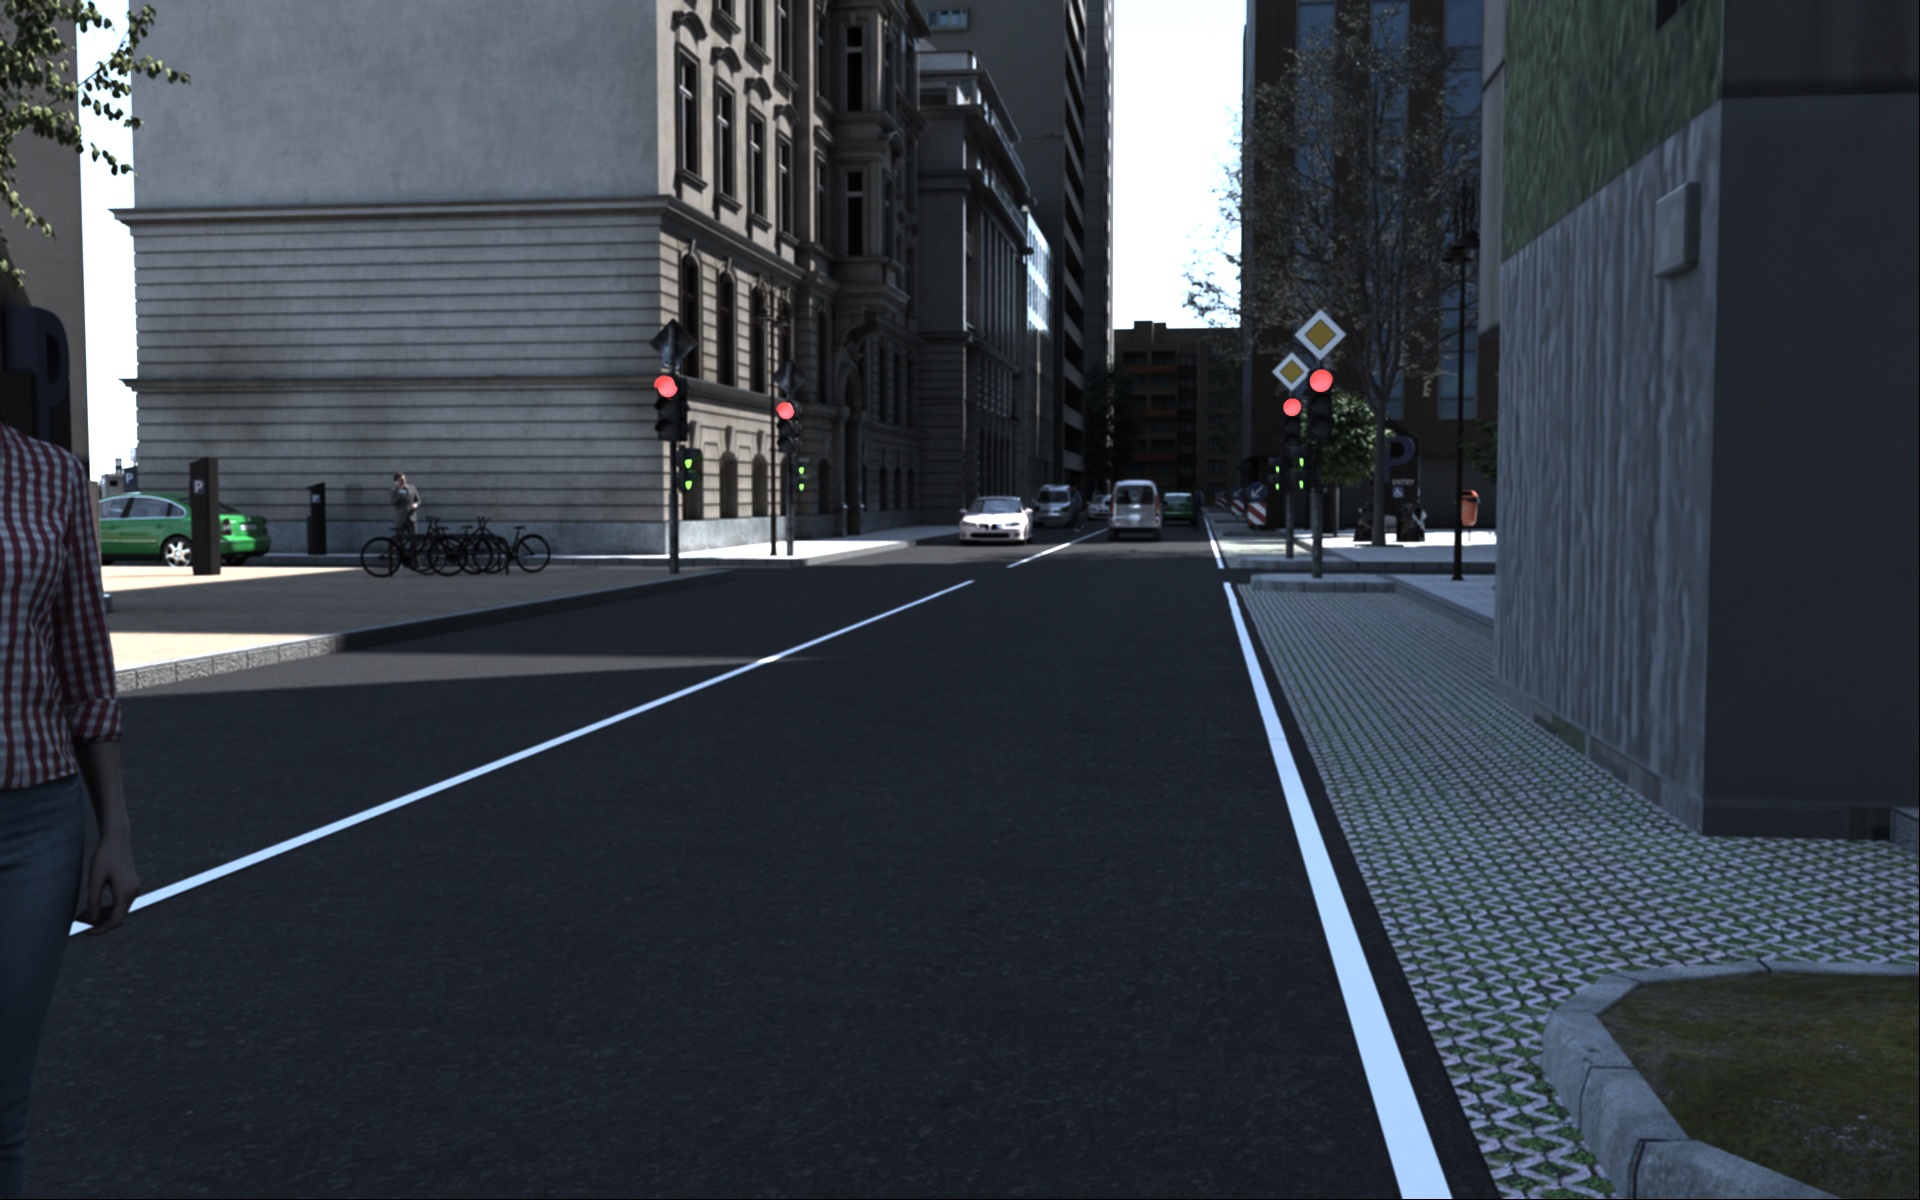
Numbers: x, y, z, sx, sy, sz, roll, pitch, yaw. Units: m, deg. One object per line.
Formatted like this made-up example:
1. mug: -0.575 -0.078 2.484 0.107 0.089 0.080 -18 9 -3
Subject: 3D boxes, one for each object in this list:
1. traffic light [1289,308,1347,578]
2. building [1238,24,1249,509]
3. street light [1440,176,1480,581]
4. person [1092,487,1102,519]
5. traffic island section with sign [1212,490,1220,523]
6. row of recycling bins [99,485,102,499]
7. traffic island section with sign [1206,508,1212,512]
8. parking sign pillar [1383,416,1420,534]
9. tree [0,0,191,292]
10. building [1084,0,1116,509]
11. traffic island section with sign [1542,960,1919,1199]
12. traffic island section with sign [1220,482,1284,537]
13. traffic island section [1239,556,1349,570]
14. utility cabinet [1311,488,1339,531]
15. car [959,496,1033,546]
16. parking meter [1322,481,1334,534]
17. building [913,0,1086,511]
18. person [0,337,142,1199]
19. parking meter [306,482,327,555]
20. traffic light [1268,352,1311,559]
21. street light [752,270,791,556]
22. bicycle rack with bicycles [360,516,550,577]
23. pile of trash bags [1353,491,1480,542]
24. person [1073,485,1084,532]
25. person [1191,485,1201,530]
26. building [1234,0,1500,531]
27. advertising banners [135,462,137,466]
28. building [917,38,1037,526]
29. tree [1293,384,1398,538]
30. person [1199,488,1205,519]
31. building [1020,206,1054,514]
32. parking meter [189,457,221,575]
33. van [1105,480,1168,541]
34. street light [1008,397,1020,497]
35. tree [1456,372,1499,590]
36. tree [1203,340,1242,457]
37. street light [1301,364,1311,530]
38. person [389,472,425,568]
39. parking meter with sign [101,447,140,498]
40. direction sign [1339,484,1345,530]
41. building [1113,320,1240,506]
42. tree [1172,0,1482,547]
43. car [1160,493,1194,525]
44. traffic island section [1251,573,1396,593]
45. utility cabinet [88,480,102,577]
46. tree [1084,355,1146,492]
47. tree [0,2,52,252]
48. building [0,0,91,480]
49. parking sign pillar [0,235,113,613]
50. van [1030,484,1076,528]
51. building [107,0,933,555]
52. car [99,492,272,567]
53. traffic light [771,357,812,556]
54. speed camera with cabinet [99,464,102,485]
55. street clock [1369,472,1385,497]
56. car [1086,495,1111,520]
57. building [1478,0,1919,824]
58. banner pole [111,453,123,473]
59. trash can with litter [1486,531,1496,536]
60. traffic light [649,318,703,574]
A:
1. traffic light: 5.444 -2.291 26.375 0.839 4.253 0.868 0 4 8
2. building: 31.970 -28.766 153.912 14.154 41.232 14.086 0 4 8
3. street light: 7.398 -3.229 25.579 0.468 5.910 1.993 0 4 8
4. person: 7.995 -5.615 100.399 0.679 1.850 0.850 2 4 30
5. traffic island section with sign: 13.577 -4.700 85.473 1.989 1.847 2.006 0 4 8
6. row of recycling bins: -38.095 -4.108 74.279 1.069 1.692 3.534 2 4 32
7. traffic island section with sign: 20.431 -7.756 135.440 1.989 1.847 2.006 0 4 8
8. parking sign pillar: 14.334 -4.165 56.565 1.447 3.967 1.447 1 4 20
9. tree: -7.781 -3.784 12.228 4.737 8.622 4.395 0 3 0
10. building: 5.007 -45.124 176.022 20.611 71.187 20.563 0 4 8
11. traffic island section with sign: 2.371 0.302 3.688 1.989 1.847 2.006 0 4 8
12. traffic island section with sign: 9.932 -3.066 58.764 1.989 1.847 2.006 0 4 8
13. traffic island section: 6.567 -0.741 34.395 2.009 0.180 2.903 0 4 8
14. utility cabinet: 12.592 -3.126 59.787 1.173 1.500 0.318 -3 5 -40
15. car: 1.082 -2.290 49.804 2.083 1.381 4.827 0 4 6
16. parking meter: 11.915 -3.082 56.098 0.255 1.863 0.399 -2 4 -33
17. building: -2.510 -30.468 121.857 21.300 48.544 21.600 0 4 8
18. person: -1.484 0.368 2.499 0.388 1.821 0.555 2 4 34
19. parking meter: -13.540 -1.714 36.433 0.372 1.533 0.369 0 3 0
20. traffic light: 6.529 -2.775 34.287 0.839 4.253 0.868 0 4 8
21. street light: -3.885 -3.862 35.940 0.468 5.910 1.993 0 4 8
22. bicycle rack with bicycles: -8.124 -0.894 27.994 2.925 0.926 2.852 -1 4 -18
23. pile of trash bags: 12.299 -2.267 46.811 3.447 1.369 1.912 2 4 31
24. person: 4.508 -3.499 66.047 0.444 1.785 0.601 0 4 6
25. person: 9.518 -3.735 69.754 0.419 1.800 0.721 0 4 1
26. building: 18.521 -25.601 68.692 14.600 45.320 14.200 0 4 8
27. advertising banners: -40.284 -5.379 84.129 0.090 3.025 2.074 0 4 -7
28. building: -4.109 -14.690 81.979 13.314 21.916 24.055 0 4 8
29. tree: 11.306 -4.157 51.676 4.285 4.588 4.351 0 3 0
30. person: 14.054 -5.643 101.023 0.793 1.790 0.793 3 5 44
31. building: -0.350 -15.149 102.438 10.420 20.320 16.860 0 4 8
32. parking meter: -11.946 -1.326 27.398 0.399 1.863 0.255 1 4 21
33. van: 5.567 -2.925 54.829 2.013 2.044 4.112 0 4 7
34. street light: 2.565 -6.722 82.699 0.468 5.910 1.993 0 4 8
35. tree: 7.677 -1.742 23.090 1.663 3.219 1.824 0 3 0
36. tree: 19.975 -11.558 114.734 9.928 11.665 9.643 0 3 0
37. street light: 12.362 -5.429 61.547 0.468 5.910 1.993 0 4 8
38. person: -10.372 -1.482 32.542 0.655 1.846 0.447 -3 4 -36
39. parking meter with sign: -31.128 -4.119 63.599 0.543 3.016 1.738 3 5 39
40. direction sign: 13.451 -4.231 61.181 0.876 3.537 0.379 -1 4 -13
41. building: 22.764 -22.113 206.580 28.899 21.520 27.650 0 4 8
42. tree: 10.302 -8.073 42.368 12.009 13.543 11.850 0 3 0
43. car: 10.112 -4.386 80.514 1.959 1.807 4.718 0 4 6
44. traffic island section: 5.482 -0.257 26.484 2.009 0.180 2.903 0 4 8
45. utility cabinet: -12.950 -1.045 25.766 0.318 1.500 1.173 -2 4 -27
46. tree: 12.626 -15.489 159.906 9.857 13.997 8.962 0 3 0
47. tree: -13.307 -4.337 21.279 4.360 8.622 3.978 0 3 0
48. building: -39.245 -15.489 46.757 24.014 27.812 14.314 0 4 8
49. parking sign pillar: -9.886 -1.834 18.451 1.447 3.967 1.447 -1 4 -11
50. van: 4.093 -4.152 74.902 2.013 2.044 4.112 0 4 8
51. building: -8.979 -14.304 52.952 14.460 24.649 34.723 0 4 8
52. car: -15.457 -1.457 32.616 4.718 1.807 1.959 1 4 9
53. traffic light: -3.491 -2.857 35.639 0.839 4.253 0.868 0 4 8
54. speed camera with cabinet: -55.953 -7.288 113.496 0.660 3.252 2.038 -2 4 -34
55. street clock: 12.944 -3.014 53.848 0.471 2.002 0.358 1 4 16
56. car: 8.027 -5.100 95.751 2.083 1.381 4.827 0 4 7
57. building: 10.967 -20.071 11.759 14.154 41.232 14.086 0 4 8
58. banner pole: -51.129 -7.031 104.971 0.401 3.779 0.863 3 5 39
59. trash can with litter: 16.955 -2.618 53.860 1.678 1.210 2.233 3 5 45
60. traffic light: -4.576 -2.374 27.728 0.839 4.253 0.868 0 4 8
